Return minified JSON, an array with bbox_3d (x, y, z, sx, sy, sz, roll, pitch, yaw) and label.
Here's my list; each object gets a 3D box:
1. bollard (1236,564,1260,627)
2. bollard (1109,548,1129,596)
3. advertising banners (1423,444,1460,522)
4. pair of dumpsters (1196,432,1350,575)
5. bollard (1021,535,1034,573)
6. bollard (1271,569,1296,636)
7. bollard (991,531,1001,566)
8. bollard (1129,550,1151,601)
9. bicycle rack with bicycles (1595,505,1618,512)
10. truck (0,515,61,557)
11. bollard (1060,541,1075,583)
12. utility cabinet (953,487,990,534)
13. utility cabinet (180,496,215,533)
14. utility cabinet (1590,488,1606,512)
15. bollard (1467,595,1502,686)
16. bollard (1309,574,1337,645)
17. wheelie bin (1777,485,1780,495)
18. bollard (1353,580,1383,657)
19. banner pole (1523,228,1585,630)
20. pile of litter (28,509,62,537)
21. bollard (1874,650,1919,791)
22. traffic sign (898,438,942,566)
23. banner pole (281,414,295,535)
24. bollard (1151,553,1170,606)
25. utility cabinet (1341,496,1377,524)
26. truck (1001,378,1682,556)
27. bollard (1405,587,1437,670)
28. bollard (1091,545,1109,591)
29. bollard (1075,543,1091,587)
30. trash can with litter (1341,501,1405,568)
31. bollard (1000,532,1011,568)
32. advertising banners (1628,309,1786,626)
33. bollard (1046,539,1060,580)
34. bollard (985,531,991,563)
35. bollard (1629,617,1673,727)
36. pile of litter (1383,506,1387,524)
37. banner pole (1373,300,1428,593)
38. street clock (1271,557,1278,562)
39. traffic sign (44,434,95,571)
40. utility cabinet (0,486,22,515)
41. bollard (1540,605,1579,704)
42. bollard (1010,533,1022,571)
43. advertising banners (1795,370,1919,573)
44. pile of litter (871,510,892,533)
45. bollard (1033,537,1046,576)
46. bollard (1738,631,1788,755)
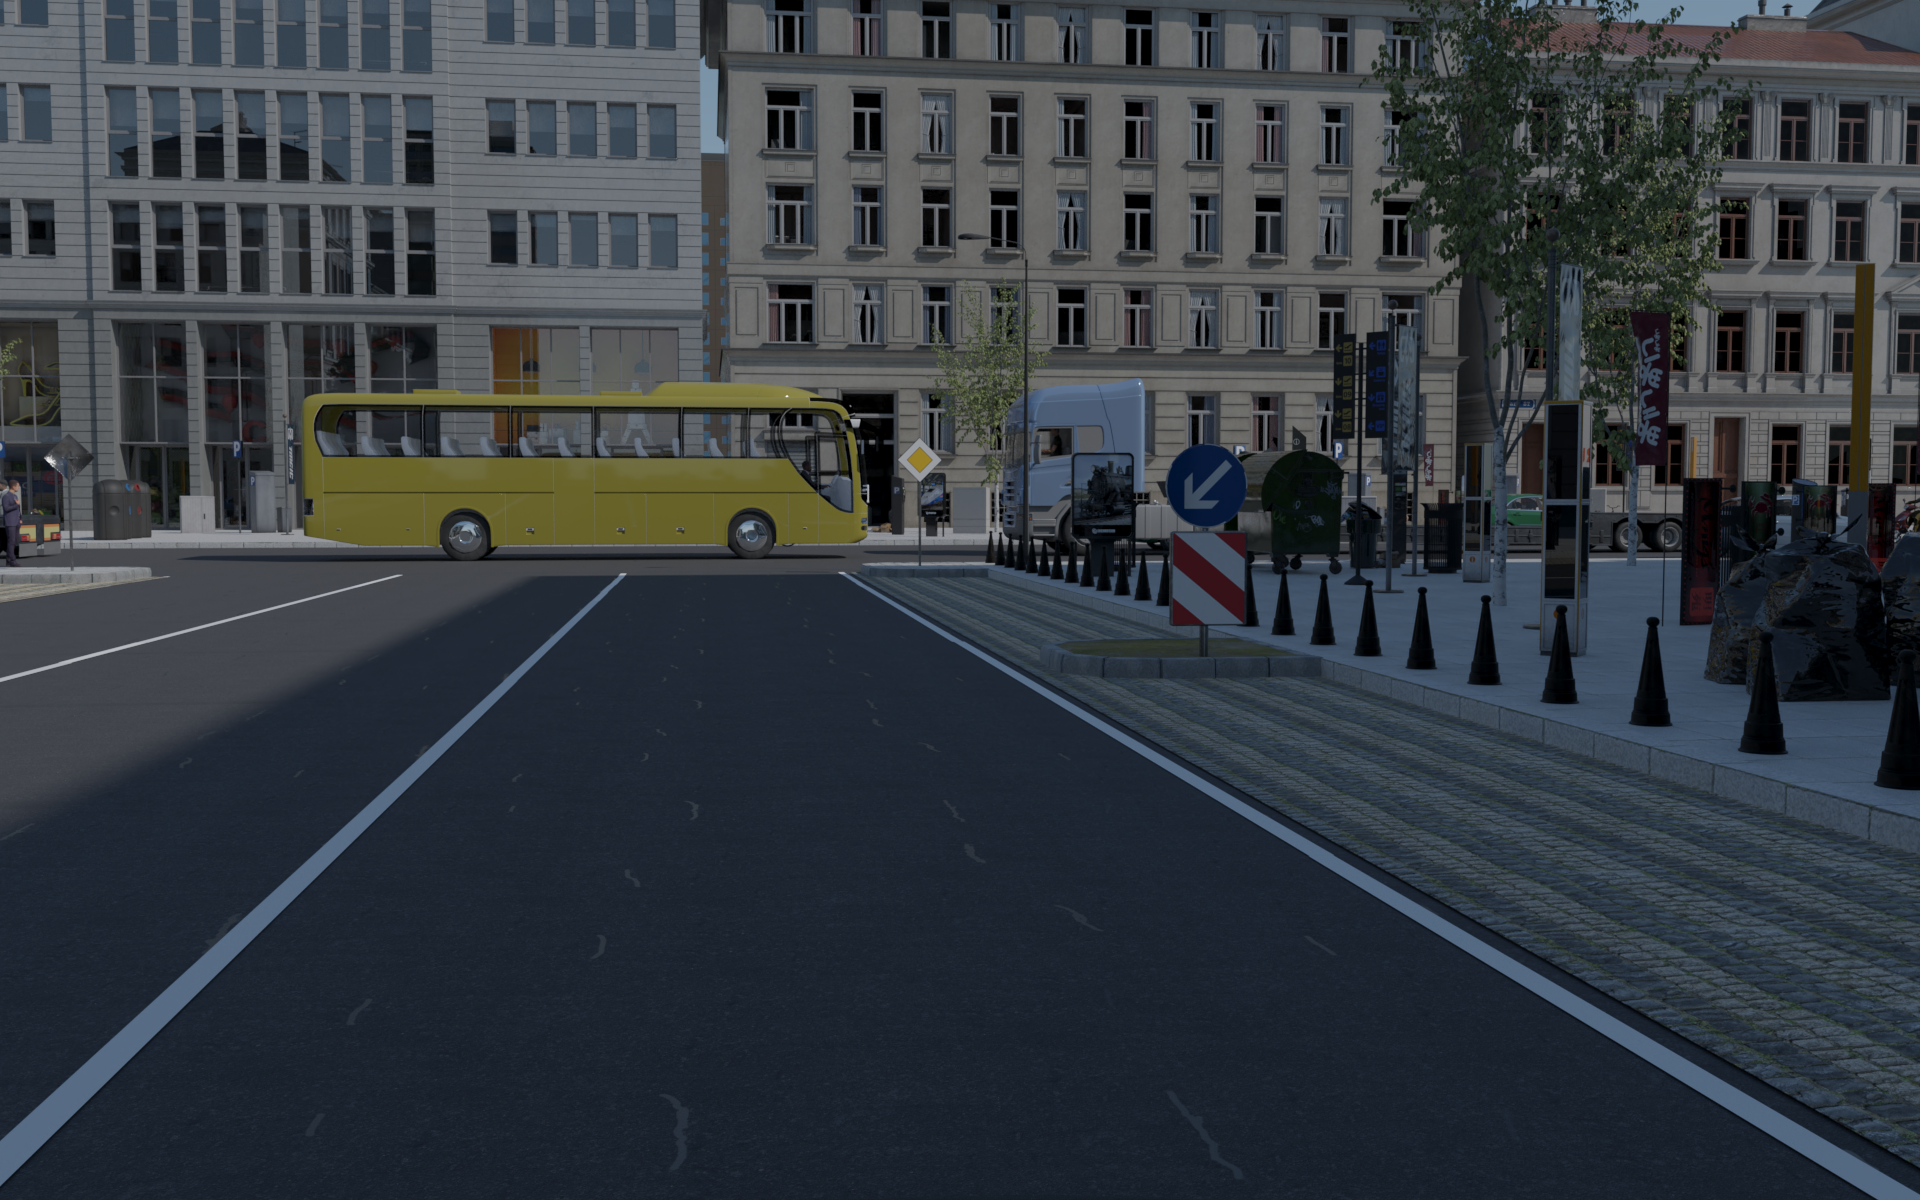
[{"bbox_3d":[2.802,-0.047,16.815,0.229,0.601,0.229,0,3,0],"label":"bollard"},{"bbox_3d":[2.058,-0.361,21.937,0.229,0.601,0.229,0,3,0],"label":"bollard"},{"bbox_3d":[16.707,-3.887,59.740,0.090,3.025,2.074,-2,4,-30],"label":"advertising banners"},{"bbox_3d":[5.183,-1.654,29.534,1.574,2.255,4.437,0,4,-8],"label":"pair of dumpsters"},{"bbox_3d":[1.169,-0.736,28.075,0.229,0.601,0.229,0,3,0],"label":"bollard"},{"bbox_3d":[2.952,0.015,15.795,0.229,0.601,0.229,0,3,0],"label":"bollard"},{"bbox_3d":[0.729,-0.923,31.126,0.229,0.601,0.229,0,3,0],"label":"bollard"},{"bbox_3d":[2.211,-0.298,20.908,0.229,0.601,0.229,0,3,0],"label":"bollard"},{"bbox_3d":[20.084,-2.582,55.598,2.925,0.926,2.852,-2,4,-29],"label":"bicycle rack with bicycles"},{"bbox_3d":[-30.085,-2.943,37.870,18.799,4.110,2.967,0,4,-7],"label":"truck"},{"bbox_3d":[1.617,-0.549,25.011,0.229,0.601,0.229,0,3,0],"label":"bollard"},{"bbox_3d":[0.369,-2.866,55.546,1.173,1.500,0.318,2,4,25],"label":"utility cabinet"},{"bbox_3d":[-24.971,-2.786,56.719,1.020,1.237,0.306,-2,4,-31],"label":"utility cabinet"},{"bbox_3d":[24.281,-3.555,66.799,1.173,1.500,0.318,2,4,24],"label":"utility cabinet"},{"bbox_3d":[3.547,0.266,11.695,0.229,0.601,0.229,0,3,0],"label":"bollard"},{"bbox_3d":[3.100,0.078,14.771,0.229,0.601,0.229,0,3,0],"label":"bollard"},{"bbox_3d":[27.427,-3.110,58.762,0.980,1.594,0.693,0,4,7],"label":"wheelie bin"},{"bbox_3d":[3.245,0.140,13.754,0.229,0.601,0.229,0,3,0],"label":"bollard"},{"bbox_3d":[5.741,-1.624,16.564,0.863,3.779,0.401,-3,5,-44],"label":"banner pole"},{"bbox_3d":[-27.036,-2.228,50.385,1.719,0.858,1.176,-3,4,-38],"label":"pile of litter"},{"bbox_3d":[4.141,0.517,7.586,0.229,0.601,0.229,0,3,0],"label":"bollard"},{"bbox_3d":[-0.720,-1.665,30.870,0.795,2.450,0.064,-1,4,-8],"label":"traffic sign"},{"bbox_3d":[-21.076,-3.939,54.417,0.401,3.779,0.863,0,4,3],"label":"banner pole"},{"bbox_3d":[2.361,-0.235,19.887,0.229,0.601,0.229,0,3,0],"label":"bollard"},{"bbox_3d":[11.904,-2.480,51.703,1.020,1.237,0.306,1,4,15],"label":"utility cabinet"},{"bbox_3d":[9.713,-3.202,42.115,18.799,4.110,2.967,-1,4,-10],"label":"truck"},{"bbox_3d":[3.395,0.203,12.730,0.229,0.601,0.229,0,3,0],"label":"bollard"},{"bbox_3d":[1.910,-0.423,22.960,0.229,0.601,0.229,0,3,0],"label":"bollard"},{"bbox_3d":[1.764,-0.486,23.986,0.229,0.601,0.229,0,3,0],"label":"bollard"},{"bbox_3d":[7.164,-1.142,30.058,1.055,1.170,0.624,-2,4,-25],"label":"trash can with litter"},{"bbox_3d":[0.875,-0.860,30.109,0.229,0.601,0.229,0,3,0],"label":"bollard"},{"bbox_3d":[7.278,-1.267,16.902,2.074,3.025,0.090,-2,4,-24],"label":"advertising banners"},{"bbox_3d":[1.463,-0.612,26.043,0.229,0.601,0.229,0,3,0],"label":"bollard"},{"bbox_3d":[0.573,-0.986,32.162,0.229,0.601,0.229,0,3,0],"label":"bollard"},{"bbox_3d":[3.847,0.392,9.630,0.229,0.601,0.229,0,3,0],"label":"bollard"},{"bbox_3d":[15.247,-3.025,63.422,1.719,0.858,1.176,-2,4,-30],"label":"pile of litter"},{"bbox_3d":[5.739,-1.993,22.602,0.401,3.779,0.863,3,5,44],"label":"banner pole"},{"bbox_3d":[5.990,-1.719,32.673,0.471,2.002,0.358,1,4,23],"label":"street clock"},{"bbox_3d":[-14.820,-1.542,28.853,0.795,2.450,0.064,-1,4,-8],"label":"traffic sign"},{"bbox_3d":[-26.885,-2.427,48.368,1.173,1.500,0.318,-2,4,-25],"label":"utility cabinet"},{"bbox_3d":[3.696,0.329,10.657,0.229,0.601,0.229,0,3,0],"label":"bollard"},{"bbox_3d":[1.018,-0.798,29.093,0.229,0.601,0.229,0,3,0],"label":"bollard"},{"bbox_3d":[13.088,-1.747,24.758,2.074,3.025,0.090,3,5,40],"label":"advertising banners"},{"bbox_3d":[-2.408,-2.683,57.835,1.176,0.858,1.719,0,4,8],"label":"pile of litter"},{"bbox_3d":[1.317,-0.674,27.059,0.229,0.601,0.229,0,3,0],"label":"bollard"},{"bbox_3d":[3.998,0.455,8.606,0.229,0.601,0.229,0,3,0],"label":"bollard"}]
